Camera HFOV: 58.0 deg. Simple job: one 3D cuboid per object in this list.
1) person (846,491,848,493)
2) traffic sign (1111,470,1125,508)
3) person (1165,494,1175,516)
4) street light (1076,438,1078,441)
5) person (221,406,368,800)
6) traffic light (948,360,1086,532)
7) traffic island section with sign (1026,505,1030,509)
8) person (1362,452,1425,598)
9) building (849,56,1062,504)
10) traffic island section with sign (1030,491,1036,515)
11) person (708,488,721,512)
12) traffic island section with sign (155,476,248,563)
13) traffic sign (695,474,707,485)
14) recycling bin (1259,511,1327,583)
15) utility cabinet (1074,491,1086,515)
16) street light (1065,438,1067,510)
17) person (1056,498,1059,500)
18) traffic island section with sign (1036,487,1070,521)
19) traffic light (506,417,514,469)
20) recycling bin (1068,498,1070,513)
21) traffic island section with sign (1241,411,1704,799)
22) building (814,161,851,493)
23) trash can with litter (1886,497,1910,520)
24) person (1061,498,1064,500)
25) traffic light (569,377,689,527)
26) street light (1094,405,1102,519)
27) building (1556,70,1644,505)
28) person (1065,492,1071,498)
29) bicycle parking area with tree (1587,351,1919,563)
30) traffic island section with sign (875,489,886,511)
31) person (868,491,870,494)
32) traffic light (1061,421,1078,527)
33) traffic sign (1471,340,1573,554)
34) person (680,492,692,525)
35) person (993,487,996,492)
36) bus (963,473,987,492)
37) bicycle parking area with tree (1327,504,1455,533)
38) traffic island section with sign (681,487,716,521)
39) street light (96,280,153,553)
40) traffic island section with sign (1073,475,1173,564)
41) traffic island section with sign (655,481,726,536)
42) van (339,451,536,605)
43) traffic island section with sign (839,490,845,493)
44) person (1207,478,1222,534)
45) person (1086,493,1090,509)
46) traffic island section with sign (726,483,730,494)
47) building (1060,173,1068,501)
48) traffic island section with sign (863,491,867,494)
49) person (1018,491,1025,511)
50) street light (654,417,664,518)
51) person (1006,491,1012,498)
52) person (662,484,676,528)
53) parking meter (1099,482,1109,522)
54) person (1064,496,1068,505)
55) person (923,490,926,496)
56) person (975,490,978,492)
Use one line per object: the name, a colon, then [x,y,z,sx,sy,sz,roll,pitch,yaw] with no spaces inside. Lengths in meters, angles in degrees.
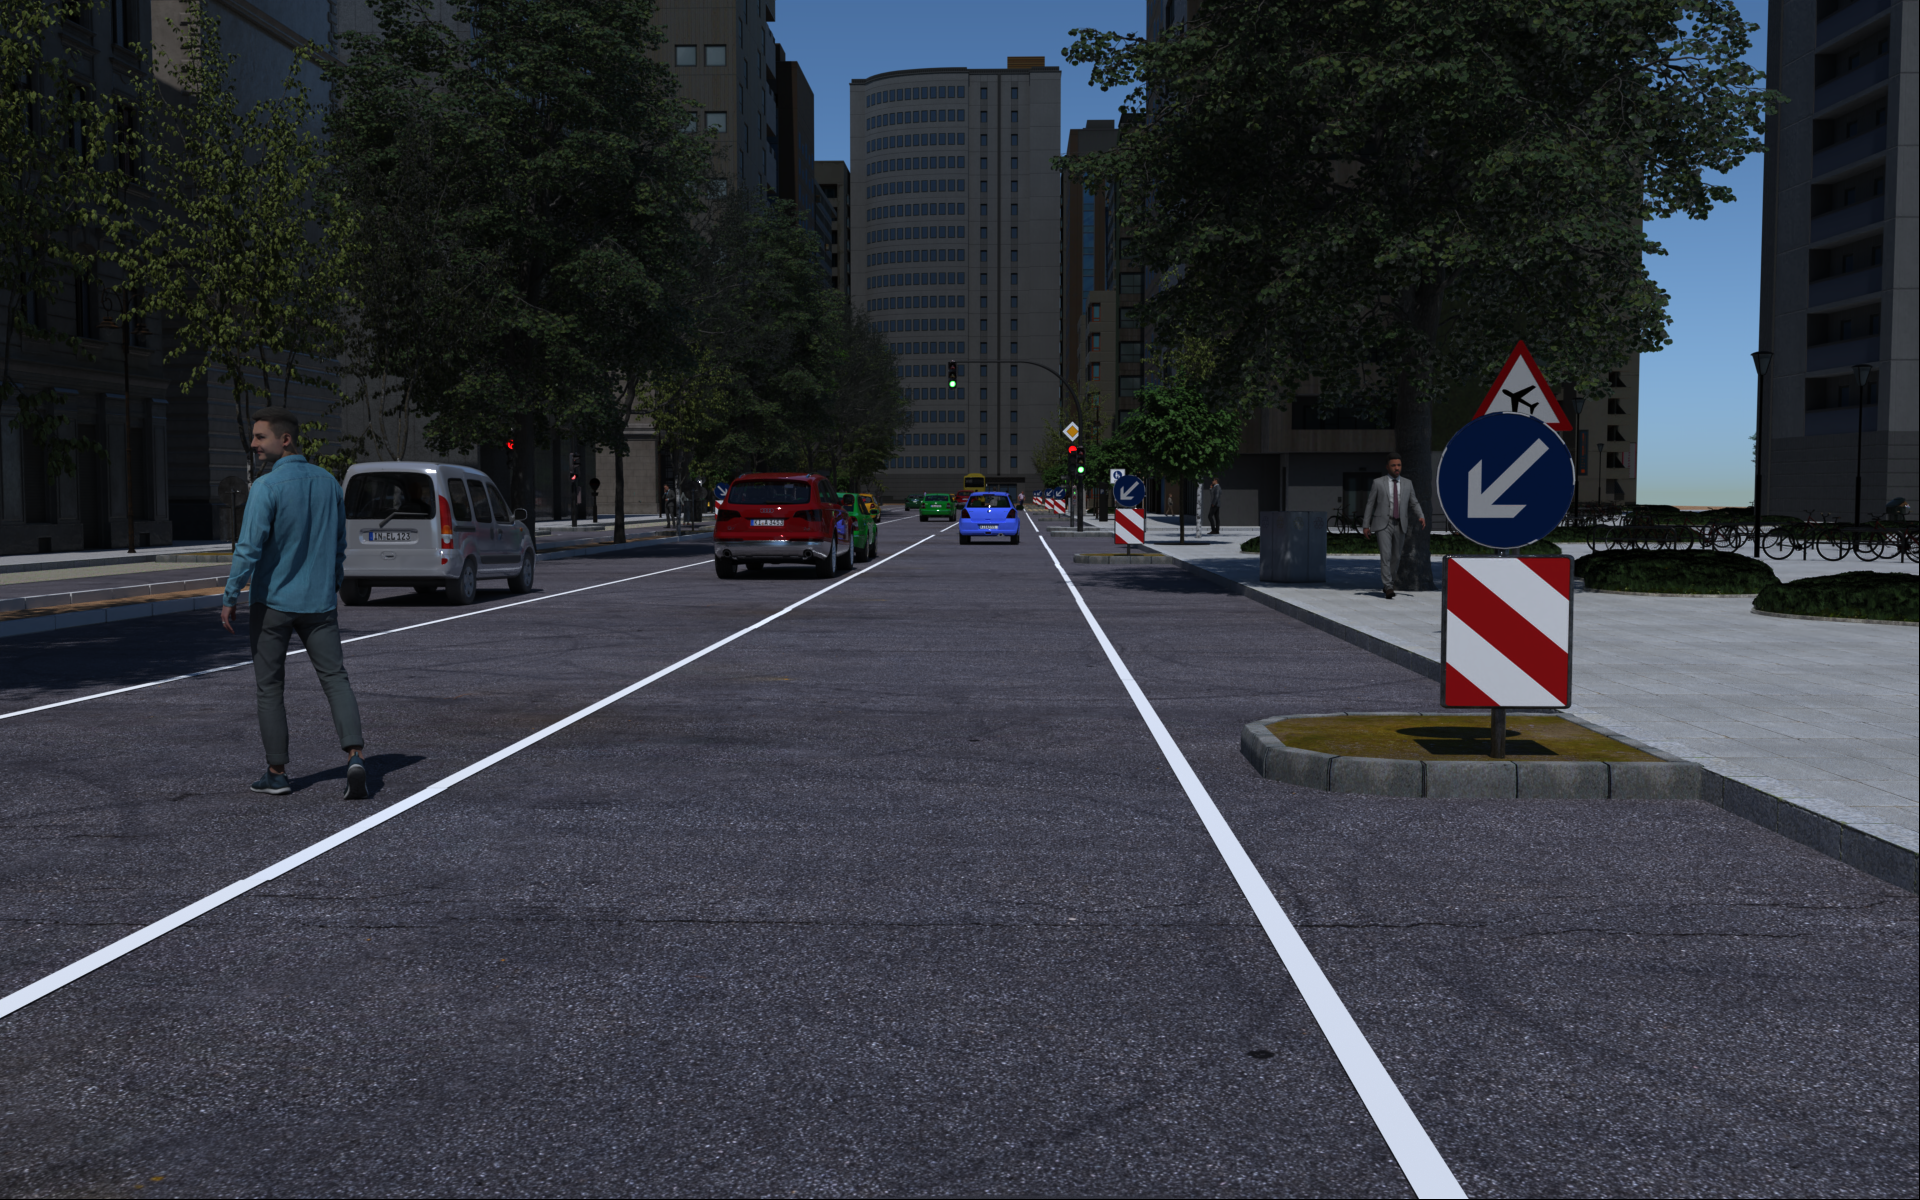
person: [-10.498,-9.198,159.713,1.217,1.723,0.721,3,4,38]
traffic sign: [6.451,-4.207,70.913,0.606,2.300,0.079,0,4,7]
person: [12.065,-5.453,99.469,0.640,1.303,0.475,-1,4,-16]
street light: [7.906,-8.720,115.366,0.468,5.910,1.993,0,4,2]
person: [-3.127,0.013,8.149,0.748,1.841,0.638,3,5,44]
traffic light: [1.975,-5.149,58.848,4.771,5.953,1.251,0,4,2]
traffic island section with sign: [7.579,-9.792,168.721,1.989,1.847,2.006,0,4,2]
person: [5.340,-0.922,21.397,0.678,1.792,0.850,0,4,-3]
building: [-0.585,-42.519,237.177,28.212,58.520,21.231,0,4,2]
traffic island section with sign: [6.003,-6.740,118.832,1.989,1.847,2.006,0,4,2]
person: [-16.884,-6.995,120.634,1.509,1.804,0.699,2,4,28]
traffic island section with sign: [-15.711,-1.729,36.899,1.989,1.847,2.006,0,4,2]
traffic sign: [-15.932,-6.533,106.543,0.795,2.593,0.064,0,4,3]
recycling bin: [4.869,-0.781,25.320,0.722,1.027,0.722,-2,4,-25]
utility cabinet: [7.282,-5.925,105.551,0.318,1.500,1.173,-2,4,-23]
street light: [8.705,-10.325,141.599,0.468,5.910,1.993,0,4,2]
person: [12.270,-12.965,218.961,0.756,1.711,0.436,2,4,27]
traffic island section with sign: [5.148,-5.086,91.791,1.989,1.847,2.006,0,4,2]
traffic light: [-15.284,-4.318,59.517,0.839,4.253,0.868,0,4,2]
recycling bin: [7.942,-6.544,119.544,0.722,1.027,0.722,2,4,34]
traffic island section with sign: [2.537,-0.029,9.099,1.989,1.847,2.006,0,4,2]
building: [-25.433,-37.676,239.696,21.600,48.544,21.300,0,4,2]
trash can with litter: [31.540,-2.890,58.647,1.055,1.170,0.624,-1,4,-19]
person: [8.830,-8.774,149.455,0.705,1.831,1.348,1,4,9]
traffic light: [-12.938,-5.676,67.467,4.771,5.953,1.251,0,4,2]
street light: [7.109,-7.149,89.680,0.468,5.910,1.993,0,4,2]
building: [67.715,-35.442,203.177,21.600,48.544,21.300,0,4,2]
person: [11.461,-10.719,181.321,1.348,1.821,0.705,1,4,17]
bicycle parking area with tree: [17.965,-3.047,36.819,8.231,4.147,9.016,-2,4,-29]
traffic island section with sign: [-6.718,-8.200,142.203,2.006,1.907,1.989,0,4,2]
person: [-9.081,-9.938,171.001,0.705,1.823,1.348,-2,4,-30]
traffic light: [4.321,-4.770,66.905,0.839,4.253,0.868,0,4,2]
traffic sign: [4.736,-0.901,14.731,0.884,2.594,0.081,0,4,4]
person: [-12.563,-4.356,79.825,0.635,1.810,0.391,-3,5,-40]
person: [1.741,-4.859,88.148,0.606,1.804,0.583,0,4,-2]
bus: [1.769,-13.084,205.470,2.896,3.916,12.252,0,4,1]
bicycle parking area with tree: [16.443,-4.059,53.373,9.016,4.147,8.231,-2,4,-31]
traffic island section with sign: [-13.940,-5.173,93.203,1.989,1.847,2.006,0,4,2]
street light: [-18.039,-3.961,37.545,0.468,5.910,1.993,0,4,2]
traffic island section with sign: [3.396,-1.697,36.370,1.989,1.847,2.006,0,4,2]
traffic island section with sign: [-9.326,-3.154,59.698,2.006,1.907,1.989,0,4,2]
van: [-7.095,-1.022,23.724,2.013,2.044,4.112,0,4,2]
traffic island section with sign: [-11.537,-9.834,169.408,1.989,1.847,2.006,0,4,2]
person: [8.152,-3.015,55.518,0.473,1.802,0.592,2,4,32]
person: [10.596,-8.378,146.275,0.557,1.426,1.065,-3,5,-41]
traffic island section with sign: [-9.083,-3.606,67.101,2.006,1.907,1.989,0,4,2]
building: [24.305,-37.486,236.592,21.600,48.544,21.300,0,4,2]
traffic island section with sign: [-10.667,-11.481,196.349,1.989,1.847,2.006,0,4,2]
person: [5.391,-8.620,150.380,0.756,1.711,0.436,-1,4,-23]
street light: [-16.249,-7.401,93.797,0.468,5.910,1.993,0,4,2]
person: [5.739,-12.465,211.934,1.348,1.869,0.705,-1,4,-10]
person: [-12.174,-3.920,72.401,0.655,1.846,0.447,2,4,34]
parking meter: [6.696,-4.585,80.668,0.399,1.863,0.255,3,4,38]
person: [11.775,-11.418,192.684,1.348,1.831,0.705,2,4,30]
person: [-3.878,-10.798,184.908,0.599,1.838,0.709,1,4,9]
person: [1.631,-9.824,168.748,0.705,1.869,1.348,3,5,42]
